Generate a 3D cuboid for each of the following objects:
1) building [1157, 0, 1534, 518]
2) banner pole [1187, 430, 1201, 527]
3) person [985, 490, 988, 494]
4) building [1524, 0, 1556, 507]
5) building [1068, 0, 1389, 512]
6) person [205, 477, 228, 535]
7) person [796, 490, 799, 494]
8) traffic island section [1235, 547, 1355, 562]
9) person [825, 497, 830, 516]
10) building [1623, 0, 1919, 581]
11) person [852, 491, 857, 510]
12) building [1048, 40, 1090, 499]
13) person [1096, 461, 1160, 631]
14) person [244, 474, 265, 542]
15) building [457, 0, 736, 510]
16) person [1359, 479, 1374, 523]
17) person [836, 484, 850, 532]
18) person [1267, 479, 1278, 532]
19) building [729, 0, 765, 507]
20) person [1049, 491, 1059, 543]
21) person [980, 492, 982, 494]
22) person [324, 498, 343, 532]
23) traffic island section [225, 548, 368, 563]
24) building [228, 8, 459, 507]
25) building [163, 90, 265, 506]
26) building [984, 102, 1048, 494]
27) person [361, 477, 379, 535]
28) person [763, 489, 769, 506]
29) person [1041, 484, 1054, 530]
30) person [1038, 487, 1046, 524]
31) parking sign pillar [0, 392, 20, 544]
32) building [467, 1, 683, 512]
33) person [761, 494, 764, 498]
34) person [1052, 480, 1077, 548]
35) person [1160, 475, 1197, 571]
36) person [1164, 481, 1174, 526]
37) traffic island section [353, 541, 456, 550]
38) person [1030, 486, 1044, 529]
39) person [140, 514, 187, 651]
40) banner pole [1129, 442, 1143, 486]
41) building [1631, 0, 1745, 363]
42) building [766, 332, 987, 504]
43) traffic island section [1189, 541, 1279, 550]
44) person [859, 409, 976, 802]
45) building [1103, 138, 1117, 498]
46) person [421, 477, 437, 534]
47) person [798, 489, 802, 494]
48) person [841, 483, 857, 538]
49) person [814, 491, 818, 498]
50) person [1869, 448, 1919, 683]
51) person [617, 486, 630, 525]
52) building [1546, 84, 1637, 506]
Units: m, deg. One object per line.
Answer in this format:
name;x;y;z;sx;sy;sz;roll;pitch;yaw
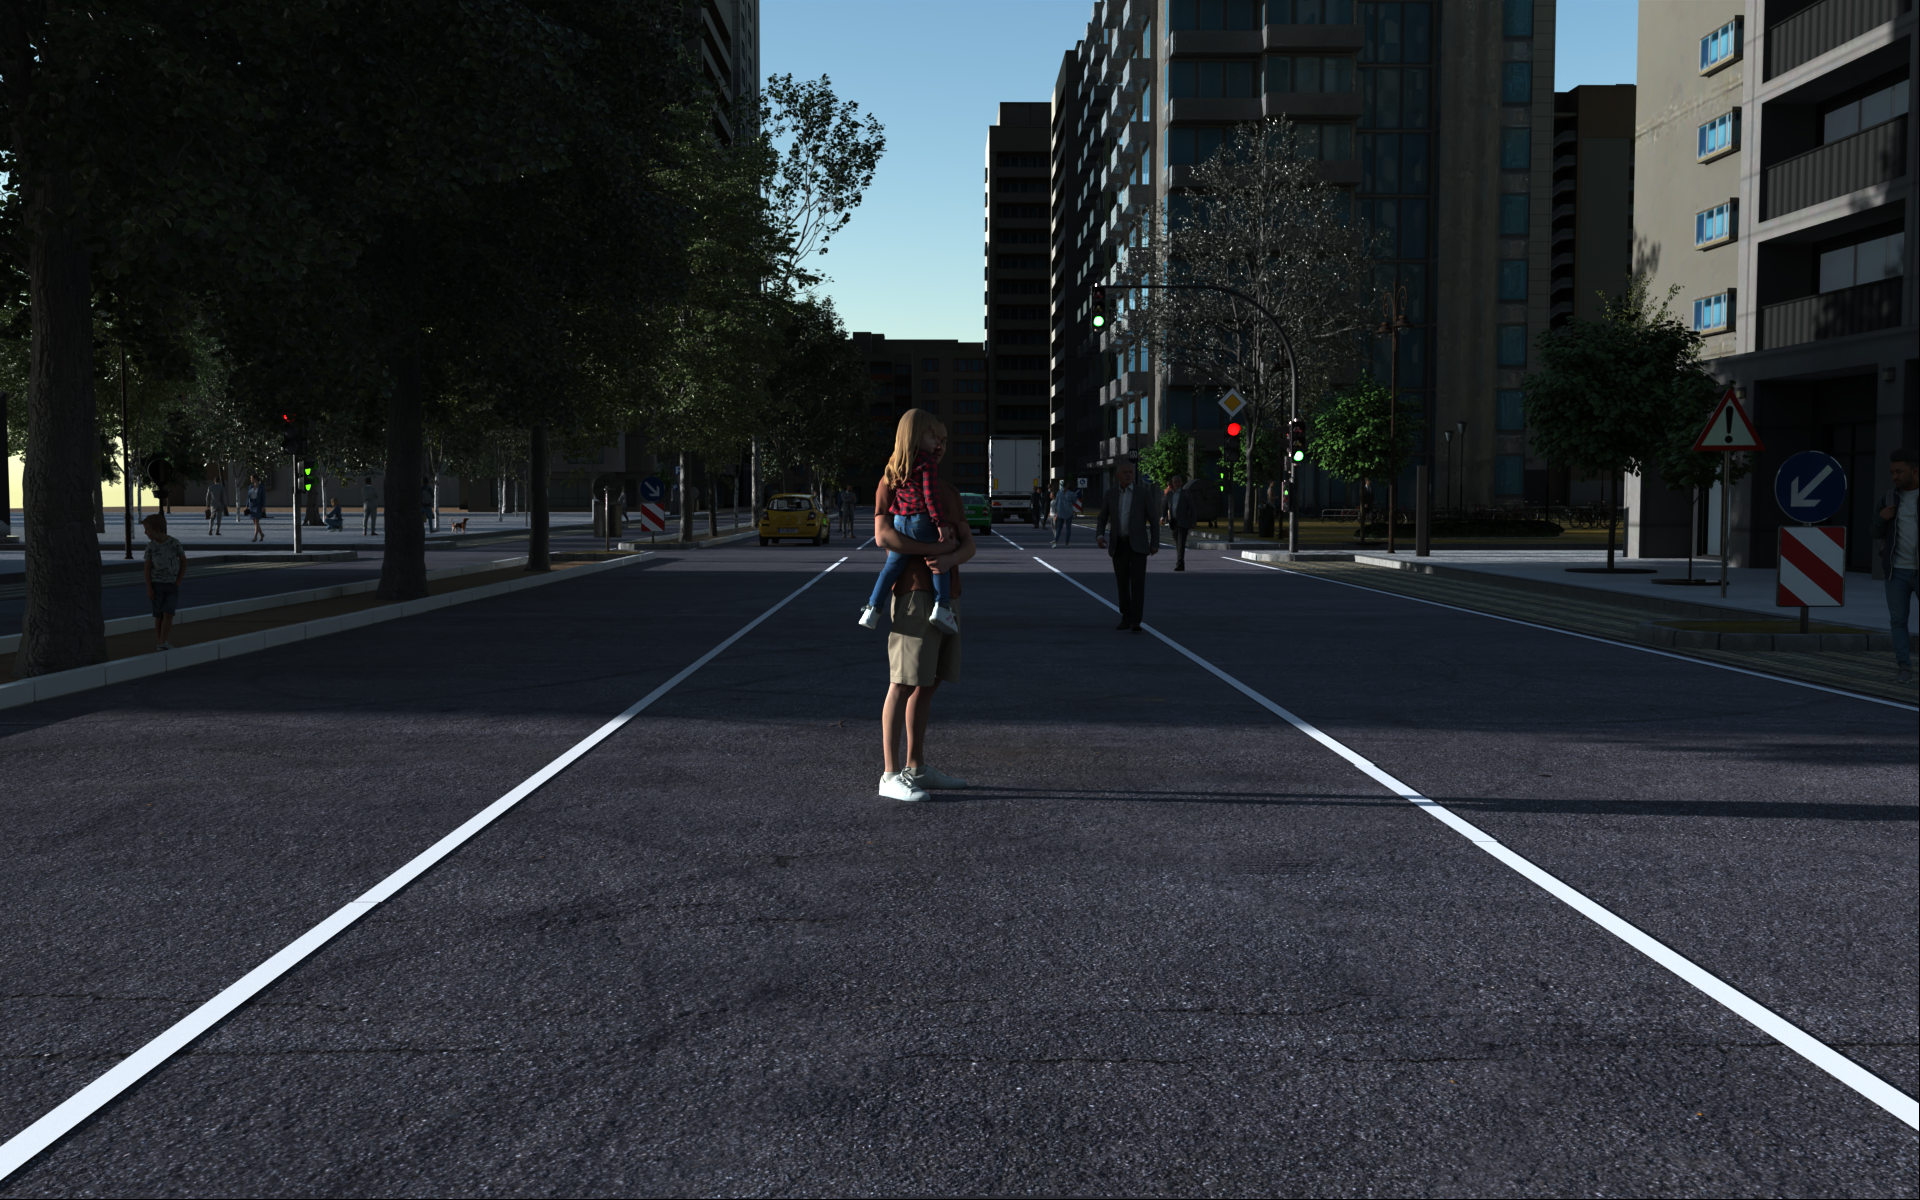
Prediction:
building;20.421;-29.684;104.934;23.786;49.044;30.456;0;4;-1
banner pole;9.088;-4.747;67.627;0.401;3.779;0.863;3;4;38
person;2.645;-9.970;171.525;1.348;1.822;0.705;1;4;15
building;48.926;-45.551;183.017;20.611;71.187;20.563;0;4;-1
building;22.372;-32.821;156.232;23.786;49.044;30.456;0;4;-1
person;-23.192;-2.927;54.022;0.709;1.813;0.853;-1;4;-11
person;-14.918;-9.196;158.951;0.705;1.812;1.348;-3;5;-40
traffic island section;7.327;-0.960;37.983;2.009;0.180;2.903;0;4;-1
person;-8.677;-6.117;113.195;0.332;1.250;0.352;2;4;27
building;23.888;-35.769;23.068;20.563;71.187;20.611;0;4;-1
person;-9.627;-9.181;159.123;0.721;1.766;1.217;-1;4;-12
building;20.941;-34.194;182.767;21.300;48.544;21.600;0;4;-1
person;1.747;-0.561;18.077;0.661;1.777;0.834;1;4;8
person;-18.974;-2.491;46.796;0.581;1.822;0.654;1;4;23
building;-31.013;-31.977;146.532;21.300;48.544;21.600;0;4;-1
person;13.444;-3.126;56.928;0.659;1.850;0.755;-1;4;-17
person;-4.363;-3.443;64.816;0.581;1.822;0.654;-3;5;-43
person;10.666;-3.222;59.068;0.374;1.781;0.599;0;4;3
building;-32.037;-45.471;181.697;20.611;71.187;20.563;0;4;-1
person;2.792;-2.417;50.620;0.503;1.515;0.523;2;4;34
person;2.240;-10.476;181.253;0.593;1.643;0.415;2;4;31
person;-21.446;-2.908;59.079;0.738;1.151;1.012;0;4;-8
traffic island section;-14.412;-0.941;37.671;2.009;0.180;2.903;0;4;-1
building;-56.415;-36.022;178.194;27.495;52.752;28.713;0;4;-1
building;-77.440;-32.700;184.751;14.200;45.320;14.600;0;4;-1
building;13.823;-36.338;217.829;21.600;48.544;21.300;0;4;-1
person;-18.366;-2.920;53.960;0.511;1.800;0.466;-1;4;-11
person;-15.551;-7.983;139.153;0.705;1.807;1.348;-2;4;-24
person;3.648;-3.757;69.707;0.755;1.850;0.659;1;4;17
person;3.814;-4.452;81.640;0.623;1.781;0.721;0;4;-2
parking sign pillar;-25.300;-3.456;44.976;1.447;3.967;1.447;0;4;4
building;-28.381;-27.202;128.346;14.154;41.232;14.086;0;4;-1
person;-19.134;-10.033;170.065;0.705;1.826;1.348;-3;4;-38
person;2.772;-2.280;46.047;0.793;1.790;0.793;-1;4;-16
person;4.013;-1.413;31.999;0.661;1.777;0.834;2;4;26
person;8.657;-3.943;70.481;0.580;1.828;0.573;-3;5;-42
traffic island section;-14.529;-1.430;45.655;2.009;0.180;2.903;0;4;-1
person;3.188;-3.842;71.739;0.534;1.772;0.576;3;5;40
person;-7.248;-0.160;15.793;0.332;1.250;0.352;1;4;17
banner pole;8.533;-5.731;83.724;0.863;3.779;0.401;1;4;16
building;36.527;-26.797;61.831;21.600;48.544;21.300;0;4;-1
building;-11.471;-23.027;221.532;28.899;21.520;27.650;0;4;-1
traffic island section;7.210;-1.449;45.967;2.009;0.180;2.903;0;4;-1
person;-0.196;0.016;8.217;0.573;1.828;0.580;-1;4;-9
building;17.958;-22.160;134.011;14.160;30.474;14.107;0;4;-1
person;-17.020;-2.995;55.004;0.794;1.824;0.713;2;4;24
person;-12.693;-7.907;137.718;1.348;1.831;0.705;2;4;35
person;-3.604;-2.924;56.481;0.511;1.800;0.466;-3;5;-40
person;-8.717;-5.760;104.487;0.589;1.601;0.330;-2;4;-34
person;7.223;-0.262;13.133;0.623;1.781;0.721;2;4;33
person;-15.160;-4.234;77.911;0.728;1.800;0.709;-3;4;-38
building;66.289;-32.824;186.775;14.200;45.320;14.600;0;4;-1
